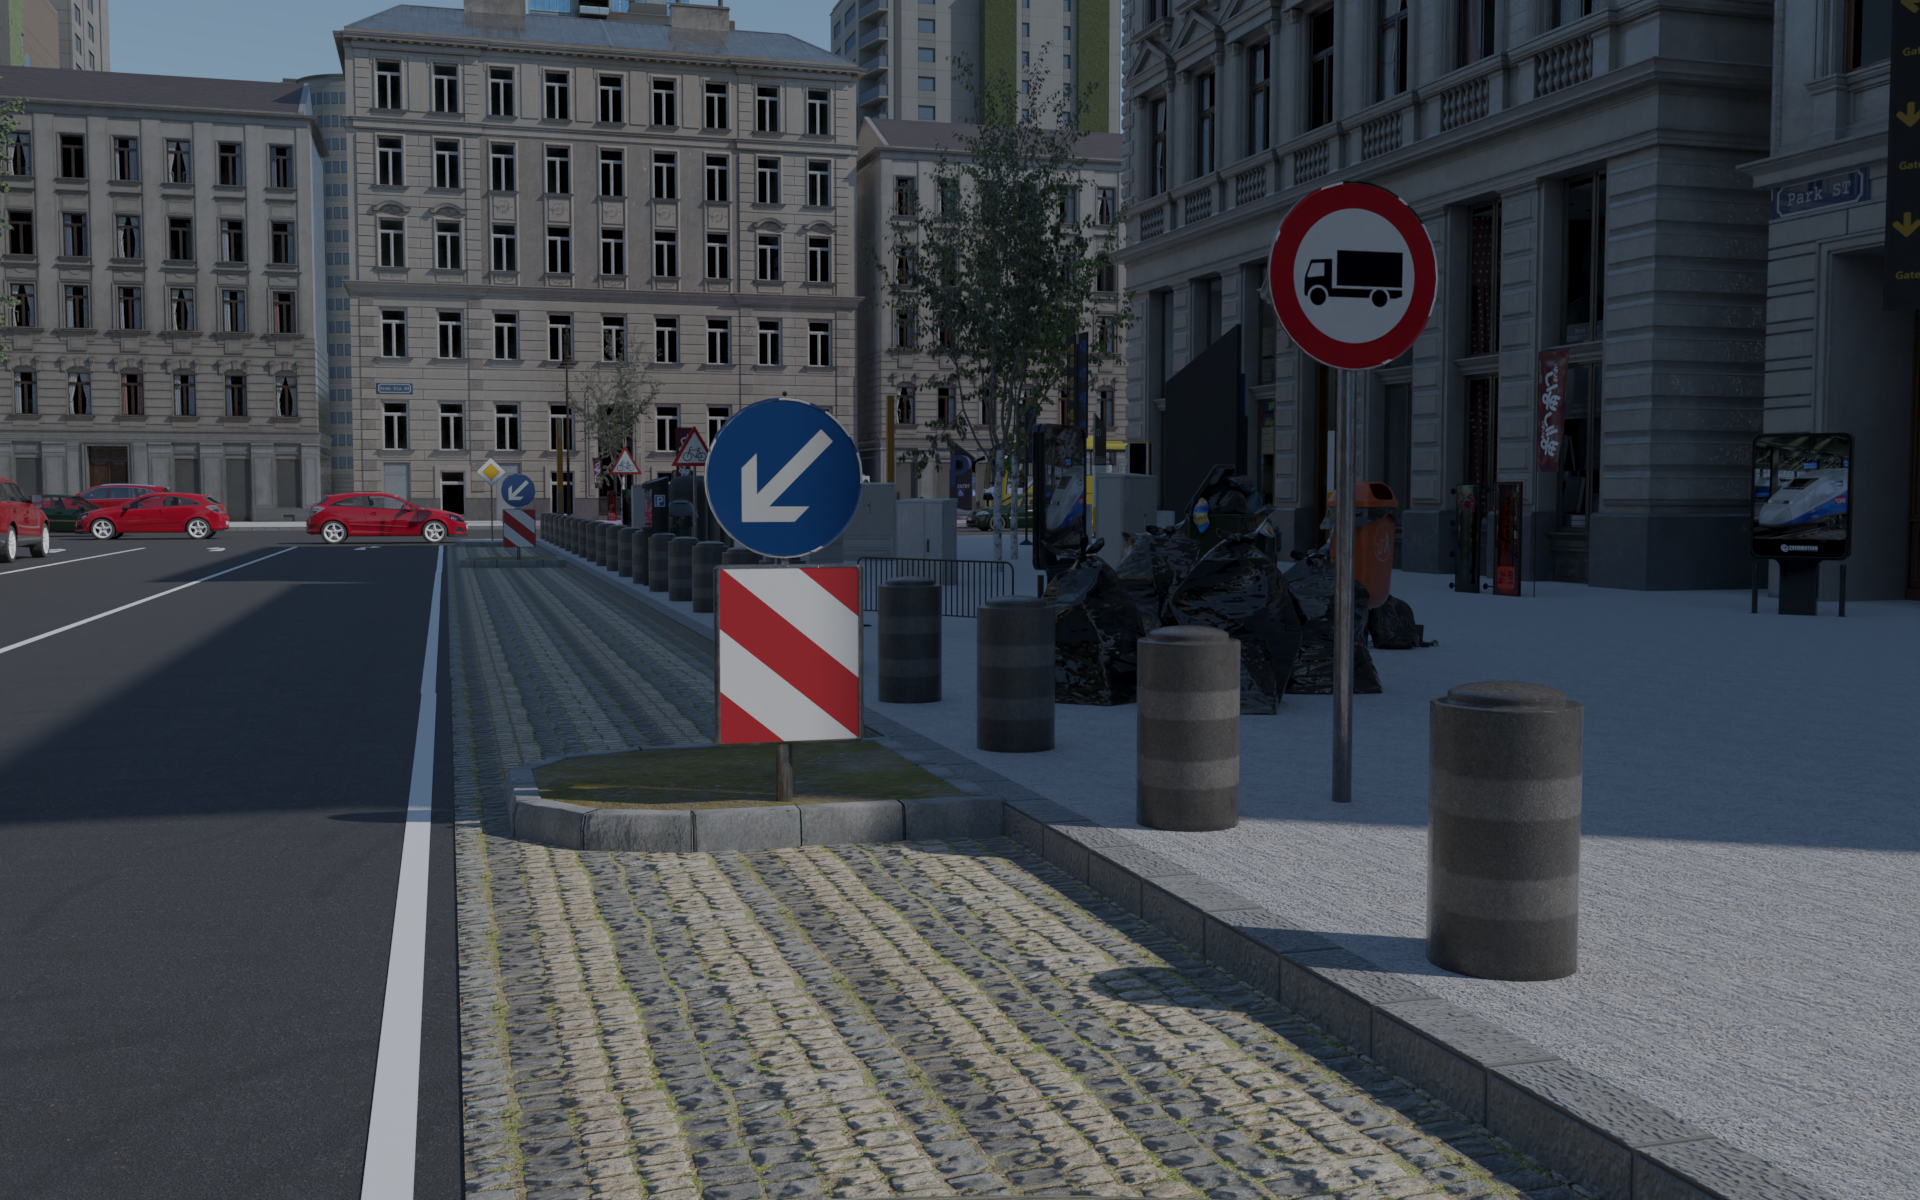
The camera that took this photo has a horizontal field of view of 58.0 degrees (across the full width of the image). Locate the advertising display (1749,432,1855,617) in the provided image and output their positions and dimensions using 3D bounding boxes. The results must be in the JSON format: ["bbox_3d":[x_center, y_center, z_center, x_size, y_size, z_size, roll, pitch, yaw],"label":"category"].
[{"bbox_3d":[8.891,-0.802,18.323,0.974,1.923,0.123,3,4,37],"label":"advertising display"}]

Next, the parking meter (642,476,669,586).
[{"bbox_3d":[-4.261,-0.970,24.265,0.372,1.533,0.369,0,3,0],"label":"parking meter"}]

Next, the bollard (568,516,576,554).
[{"bbox_3d":[-8.100,-1.362,36.987,0.404,0.777,0.398,0,3,0],"label":"bollard"}]

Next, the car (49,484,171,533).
[{"bbox_3d":[-31.963,-3.436,64.859,5.304,1.827,2.281,-1,4,-16],"label":"car"}]

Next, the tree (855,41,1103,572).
[{"bbox_3d":[0.535,-4.786,28.613,4.360,8.622,3.978,0,3,0],"label":"tree"}]

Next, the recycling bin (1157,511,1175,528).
[{"bbox_3d":[2.779,-0.820,25.969,0.722,1.027,0.722,-1,4,-10],"label":"recycling bin"}]

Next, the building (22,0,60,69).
[{"bbox_3d":[-83.547,-30.211,144.067,14.600,45.320,14.200,-1,4,-16],"label":"building"}]

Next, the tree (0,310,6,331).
[{"bbox_3d":[-25.624,-5.468,42.223,4.360,8.622,3.978,0,3,0],"label":"tree"}]

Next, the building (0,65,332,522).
[{"bbox_3d":[-39.500,-14.213,81.527,18.267,20.994,9.793,-1,4,-16],"label":"building"}]

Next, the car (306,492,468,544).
[{"bbox_3d":[-16.683,-2.535,50.486,4.494,1.783,2.155,-1,4,-17],"label":"car"}]

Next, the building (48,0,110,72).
[{"bbox_3d":[-93.959,-44.508,165.959,20.611,71.187,20.563,-1,4,-16],"label":"building"}]

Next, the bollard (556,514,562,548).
[{"bbox_3d":[-9.294,-1.608,41.006,0.404,0.777,0.398,0,3,0],"label":"bollard"}]

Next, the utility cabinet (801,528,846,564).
[{"bbox_3d":[-2.256,-1.151,27.503,0.318,1.500,1.173,1,4,22],"label":"utility cabinet"}]

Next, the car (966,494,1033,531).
[{"bbox_3d":[2.330,-3.509,67.158,4.222,1.686,2.009,-1,4,-18],"label":"car"}]

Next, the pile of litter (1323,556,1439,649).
[{"bbox_3d":[3.177,-0.042,14.656,1.719,0.858,1.176,1,4,13],"label":"pile of litter"}]

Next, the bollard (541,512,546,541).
[{"bbox_3d":[-11.085,-1.977,47.049,0.404,0.777,0.398,0,3,0],"label":"bollard"}]

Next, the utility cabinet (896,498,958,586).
[{"bbox_3d":[-0.484,-0.828,24.694,0.306,1.237,1.020,-3,5,-42],"label":"utility cabinet"}]

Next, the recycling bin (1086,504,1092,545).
[{"bbox_3d":[2.870,-1.923,43.992,0.722,1.027,0.722,-2,4,-34],"label":"recycling bin"}]

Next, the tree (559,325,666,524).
[{"bbox_3d":[-14.882,-7.630,75.108,4.360,8.622,3.978,0,3,0],"label":"tree"}]

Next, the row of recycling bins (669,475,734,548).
[{"bbox_3d":[-5.761,-1.949,38.977,1.069,1.692,3.534,0,4,5],"label":"row of recycling bins"}]

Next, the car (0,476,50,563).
[{"bbox_3d":[-21.122,-1.746,37.214,2.281,1.827,5.304,-1,4,-16],"label":"car"}]

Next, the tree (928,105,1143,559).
[{"bbox_3d":[1.286,-5.113,33.968,4.737,8.622,4.395,0,3,0],"label":"tree"}]

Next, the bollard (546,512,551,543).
[{"bbox_3d":[-10.489,-1.854,45.035,0.404,0.777,0.398,0,3,0],"label":"bollard"}]

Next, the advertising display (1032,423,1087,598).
[{"bbox_3d":[0.933,-0.668,16.141,0.123,1.923,0.974,2,4,27],"label":"advertising display"}]

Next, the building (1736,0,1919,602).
[{"bbox_3d":[17.549,-10.810,12.908,11.583,22.565,21.152,-1,4,-16],"label":"building"}]

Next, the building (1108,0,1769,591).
[{"bbox_3d":[11.015,-12.444,32.338,11.050,23.489,19.941,-1,4,-16],"label":"building"}]

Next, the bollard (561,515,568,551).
[{"bbox_3d":[-8.699,-1.485,38.995,0.404,0.777,0.398,0,3,0],"label":"bollard"}]

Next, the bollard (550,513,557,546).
[{"bbox_3d":[-9.892,-1.731,43.016,0.404,0.777,0.398,0,3,0],"label":"bollard"}]

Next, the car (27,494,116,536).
[{"bbox_3d":[-30.176,-2.987,58.627,4.222,1.686,2.009,-1,4,-16],"label":"car"}]

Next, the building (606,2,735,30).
[{"bbox_3d":[-25.967,-31.243,160.937,14.600,45.320,14.200,-1,4,-16],"label":"building"}]

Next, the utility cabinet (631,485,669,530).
[{"bbox_3d":[-7.107,-1.958,40.696,1.173,1.500,0.318,-1,4,-20],"label":"utility cabinet"}]

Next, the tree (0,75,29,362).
[{"bbox_3d":[-23.371,-7.646,34.124,9.857,13.997,8.962,0,3,0],"label":"tree"}]

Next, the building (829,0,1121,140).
[{"bbox_3d":[1.564,-39.879,194.015,28.212,58.520,21.231,-1,4,-16],"label":"building"}]

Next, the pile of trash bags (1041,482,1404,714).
[{"bbox_3d":[1.986,-0.115,11.625,1.912,1.369,3.447,3,5,41],"label":"pile of trash bags"}]

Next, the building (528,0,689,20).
[{"bbox_3d":[-49.749,-57.262,248.905,31.000,86.520,22.319,-1,4,-16],"label":"building"}]

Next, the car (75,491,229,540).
[{"bbox_3d":[-25.653,-2.812,55.011,4.494,1.783,2.155,-1,4,-16],"label":"car"}]

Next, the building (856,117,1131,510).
[{"bbox_3d":[3.201,-14.957,93.692,18.267,20.994,9.793,-1,4,-16],"label":"building"}]

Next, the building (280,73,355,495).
[{"bbox_3d":[-78.405,-42.740,240.801,28.212,58.520,21.231,-1,4,-16],"label":"building"}]

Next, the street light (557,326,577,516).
[{"bbox_3d":[-10.840,-4.591,47.857,0.468,5.910,1.993,-1,4,-16],"label":"street light"}]

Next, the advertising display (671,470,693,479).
[{"bbox_3d":[-7.346,-2.486,45.856,0.123,1.923,0.974,-3,4,-38],"label":"advertising display"}]

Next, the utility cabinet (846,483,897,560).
[{"bbox_3d":[-1.832,-1.517,33.479,1.173,1.500,0.318,1,4,10],"label":"utility cabinet"}]

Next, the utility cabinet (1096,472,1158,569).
[{"bbox_3d":[1.739,-0.564,17.900,0.318,1.500,1.173,1,4,23],"label":"utility cabinet"}]

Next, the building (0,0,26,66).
[{"bbox_3d":[-79.416,-27.345,130.691,14.154,41.232,14.086,-1,4,-16],"label":"building"}]

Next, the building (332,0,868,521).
[{"bbox_3d":[-18.342,-17.841,88.961,25.104,27.353,12.463,-1,4,-16],"label":"building"}]
